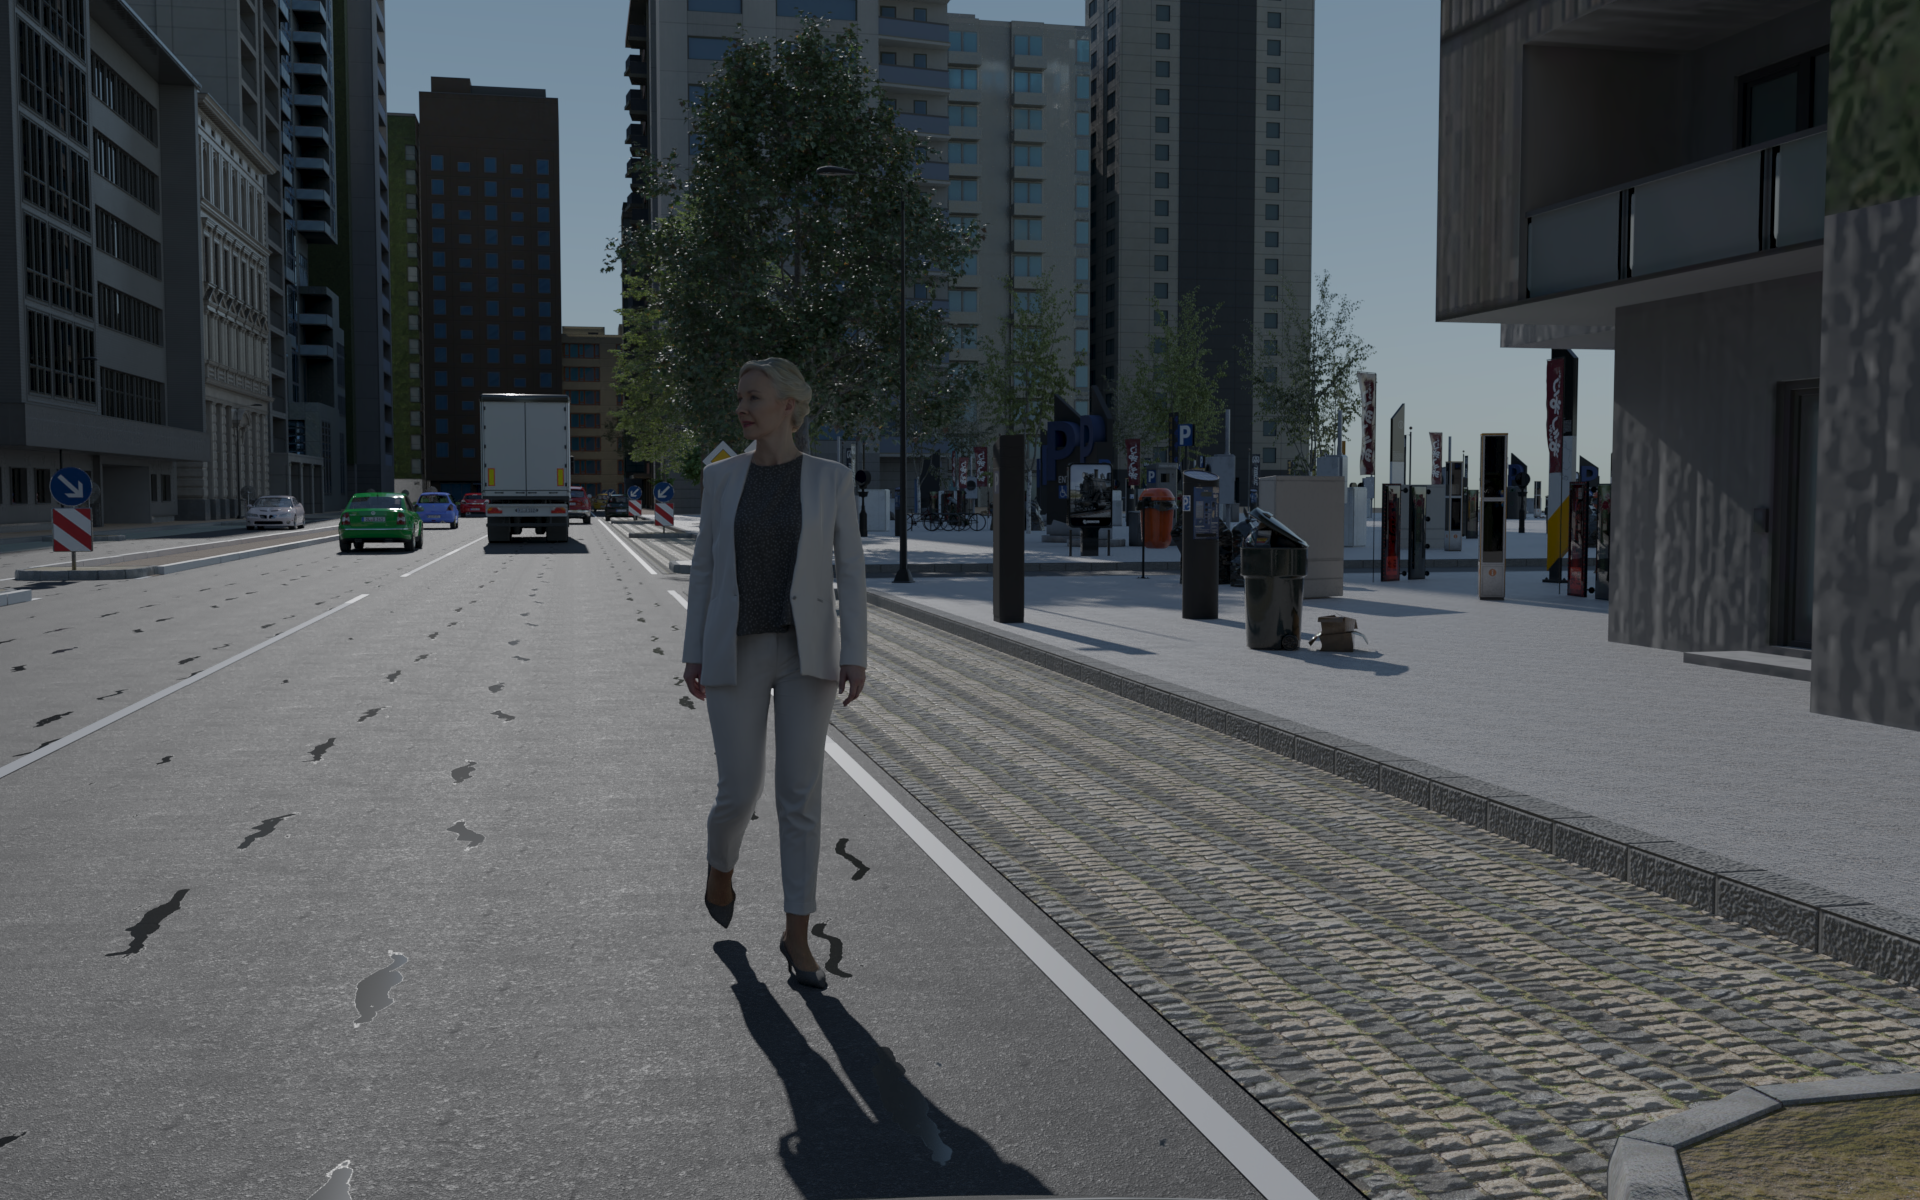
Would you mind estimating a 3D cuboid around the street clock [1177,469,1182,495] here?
[{"bbox_3d":[5.639,-2.538,46.067,0.471,2.002,0.358,0,4,0],"label":"street clock"}]

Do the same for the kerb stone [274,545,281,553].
[{"bbox_3d":[-16.805,-1.229,42.325,0.120,0.150,1.000,-1,4,-13],"label":"kerb stone"}]

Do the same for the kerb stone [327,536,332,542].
[{"bbox_3d":[-18.826,-1.776,51.356,0.120,0.150,1.000,-1,4,-13],"label":"kerb stone"}]

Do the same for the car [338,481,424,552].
[{"bbox_3d":[-14.849,-2.186,44.534,1.959,1.807,4.718,-1,4,-13],"label":"car"}]

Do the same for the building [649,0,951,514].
[{"bbox_3d":[-11.756,-35.662,125.080,21.231,58.520,28.212,-1,4,-13],"label":"building"}]

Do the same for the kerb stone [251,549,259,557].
[{"bbox_3d":[-16.122,-1.047,39.311,0.120,0.150,1.000,-1,4,-13],"label":"kerb stone"}]

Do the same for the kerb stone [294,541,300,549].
[{"bbox_3d":[-17.479,-1.415,45.328,0.120,0.150,1.000,-1,4,-13],"label":"kerb stone"}]

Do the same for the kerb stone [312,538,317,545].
[{"bbox_3d":[-18.149,-1.599,48.341,0.120,0.150,1.000,-1,4,-13],"label":"kerb stone"}]

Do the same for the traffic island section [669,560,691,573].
[{"bbox_3d":[-4.398,-0.621,32.440,2.009,0.180,2.903,-1,4,-13],"label":"traffic island section"}]

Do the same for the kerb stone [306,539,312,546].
[{"bbox_3d":[-17.925,-1.538,47.335,0.120,0.150,1.000,-1,4,-13],"label":"kerb stone"}]

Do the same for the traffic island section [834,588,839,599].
[{"bbox_3d":[-2.653,-0.145,24.647,2.009,0.180,2.903,-1,4,-13],"label":"traffic island section"}]

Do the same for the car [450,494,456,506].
[{"bbox_3d":[-50.666,-9.823,170.398,2.009,1.686,4.222,-1,4,-11],"label":"car"}]

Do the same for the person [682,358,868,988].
[{"bbox_3d":[-0.586,0.187,5.322,0.514,1.842,0.818,-1,4,-20],"label":"person"}]

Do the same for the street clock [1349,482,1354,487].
[{"bbox_3d":[24.438,-6.307,107.687,0.471,2.002,0.358,-2,4,-30],"label":"street clock"}]

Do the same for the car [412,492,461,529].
[{"bbox_3d":[-21.893,-3.839,72.366,1.945,1.707,3.694,-1,4,-14],"label":"car"}]

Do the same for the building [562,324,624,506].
[{"bbox_3d":[-31.759,-21.913,203.313,28.899,21.520,27.650,-1,4,-13],"label":"building"}]

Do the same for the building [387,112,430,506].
[{"bbox_3d":[-65.243,-30.843,187.872,14.086,41.232,14.154,-1,4,-13],"label":"building"}]

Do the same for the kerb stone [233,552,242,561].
[{"bbox_3d":[-15.688,-0.924,37.304,0.120,0.150,1.000,-1,4,-13],"label":"kerb stone"}]

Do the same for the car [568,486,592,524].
[{"bbox_3d":[-19.171,-4.658,84.833,2.281,1.827,5.304,-1,4,-14],"label":"car"}]

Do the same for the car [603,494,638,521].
[{"bbox_3d":[-18.178,-5.090,93.009,2.009,1.686,4.222,-1,4,-11],"label":"car"}]

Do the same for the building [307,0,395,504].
[{"bbox_3d":[-68.434,-37.899,161.650,28.212,58.520,21.231,-1,4,-13],"label":"building"}]

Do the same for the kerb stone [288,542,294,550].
[{"bbox_3d":[-17.253,-1.353,44.320,0.120,0.150,1.000,-1,4,-13],"label":"kerb stone"}]

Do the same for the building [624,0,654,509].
[{"bbox_3d":[-18.149,-30.507,153.416,22.147,44.769,28.867,-1,4,-13],"label":"building"}]

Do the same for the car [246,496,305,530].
[{"bbox_3d":[-27.986,-3.579,70.875,2.083,1.381,4.827,-1,4,-14],"label":"car"}]

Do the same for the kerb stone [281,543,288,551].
[{"bbox_3d":[-17.020,-1.292,43.325,0.120,0.150,1.000,-1,4,-13],"label":"kerb stone"}]

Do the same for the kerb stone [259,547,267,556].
[{"bbox_3d":[-16.351,-1.108,40.308,0.120,0.150,1.000,-1,4,-13],"label":"kerb stone"}]

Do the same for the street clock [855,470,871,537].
[{"bbox_3d":[-2.893,-2.884,51.725,0.471,2.002,0.358,3,5,40],"label":"street clock"}]

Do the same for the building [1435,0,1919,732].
[{"bbox_3d":[11.470,-20.092,12.093,14.154,41.232,14.086,-1,4,-13],"label":"building"}]

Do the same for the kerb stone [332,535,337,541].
[{"bbox_3d":[-19.051,-1.845,52.353,0.120,0.150,1.000,-1,4,-13],"label":"kerb stone"}]

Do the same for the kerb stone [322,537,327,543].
[{"bbox_3d":[-18.597,-1.722,50.348,0.120,0.150,1.000,-1,4,-13],"label":"kerb stone"}]

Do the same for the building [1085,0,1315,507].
[{"bbox_3d":[23.428,-45.506,182.278,20.611,71.187,20.563,-1,4,-13],"label":"building"}]

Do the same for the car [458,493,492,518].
[{"bbox_3d":[-29.955,-6.002,107.166,2.155,1.783,4.494,-1,4,-14],"label":"car"}]

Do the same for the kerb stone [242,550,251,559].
[{"bbox_3d":[-15.904,-0.983,38.313,0.120,0.150,1.000,-1,4,-13],"label":"kerb stone"}]

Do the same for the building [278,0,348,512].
[{"bbox_3d":[-59.307,-50.128,132.265,22.319,86.520,31.000,-1,4,-13],"label":"building"}]

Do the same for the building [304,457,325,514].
[{"bbox_3d":[-51.819,-40.964,108.011,20.563,71.187,20.611,-1,4,-13],"label":"building"}]

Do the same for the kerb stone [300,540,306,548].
[{"bbox_3d":[-17.699,-1.476,46.326,0.120,0.150,1.000,-1,4,-13],"label":"kerb stone"}]

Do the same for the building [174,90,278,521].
[{"bbox_3d":[-42.856,-15.987,90.272,11.050,23.489,19.941,-1,4,-13],"label":"building"}]

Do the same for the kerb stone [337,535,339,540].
[{"bbox_3d":[-19.267,-1.905,53.355,0.120,0.150,1.000,-1,4,-13],"label":"kerb stone"}]

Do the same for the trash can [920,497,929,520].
[{"bbox_3d":[-1.705,-4.470,84.738,0.748,1.137,0.748,0,3,0],"label":"trash can"}]

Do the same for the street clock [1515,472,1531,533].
[{"bbox_3d":[18.497,-3.205,56.975,0.471,2.002,0.358,2,4,24],"label":"street clock"}]

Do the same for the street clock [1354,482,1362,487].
[{"bbox_3d":[24.746,-6.253,106.812,0.471,2.002,0.358,1,4,20],"label":"street clock"}]

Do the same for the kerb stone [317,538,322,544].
[{"bbox_3d":[-18.371,-1.660,49.342,0.120,0.150,1.000,-1,4,-13],"label":"kerb stone"}]

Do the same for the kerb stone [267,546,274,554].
[{"bbox_3d":[-16.578,-1.170,41.322,0.120,0.150,1.000,-1,4,-13],"label":"kerb stone"}]

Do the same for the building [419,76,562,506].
[{"bbox_3d":[-51.119,-33.047,190.432,14.200,45.320,14.600,-1,4,-13],"label":"building"}]

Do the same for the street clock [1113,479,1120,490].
[{"bbox_3d":[7.568,-4.908,84.815,0.471,2.002,0.358,-1,4,-22],"label":"street clock"}]

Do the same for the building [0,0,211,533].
[{"bbox_3d":[-38.984,-15.055,65.215,14.314,24.678,30.058,-1,4,-13],"label":"building"}]

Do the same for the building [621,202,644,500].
[{"bbox_3d":[-26.944,-24.645,174.642,14.160,30.474,14.107,-1,4,-13],"label":"building"}]

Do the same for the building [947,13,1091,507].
[{"bbox_3d":[-1.921,-34.009,175.655,30.456,49.044,23.786,-1,4,-13],"label":"building"}]

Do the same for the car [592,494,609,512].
[{"bbox_3d":[-28.995,-8.009,141.170,2.015,1.641,3.980,-1,4,-11],"label":"car"}]
